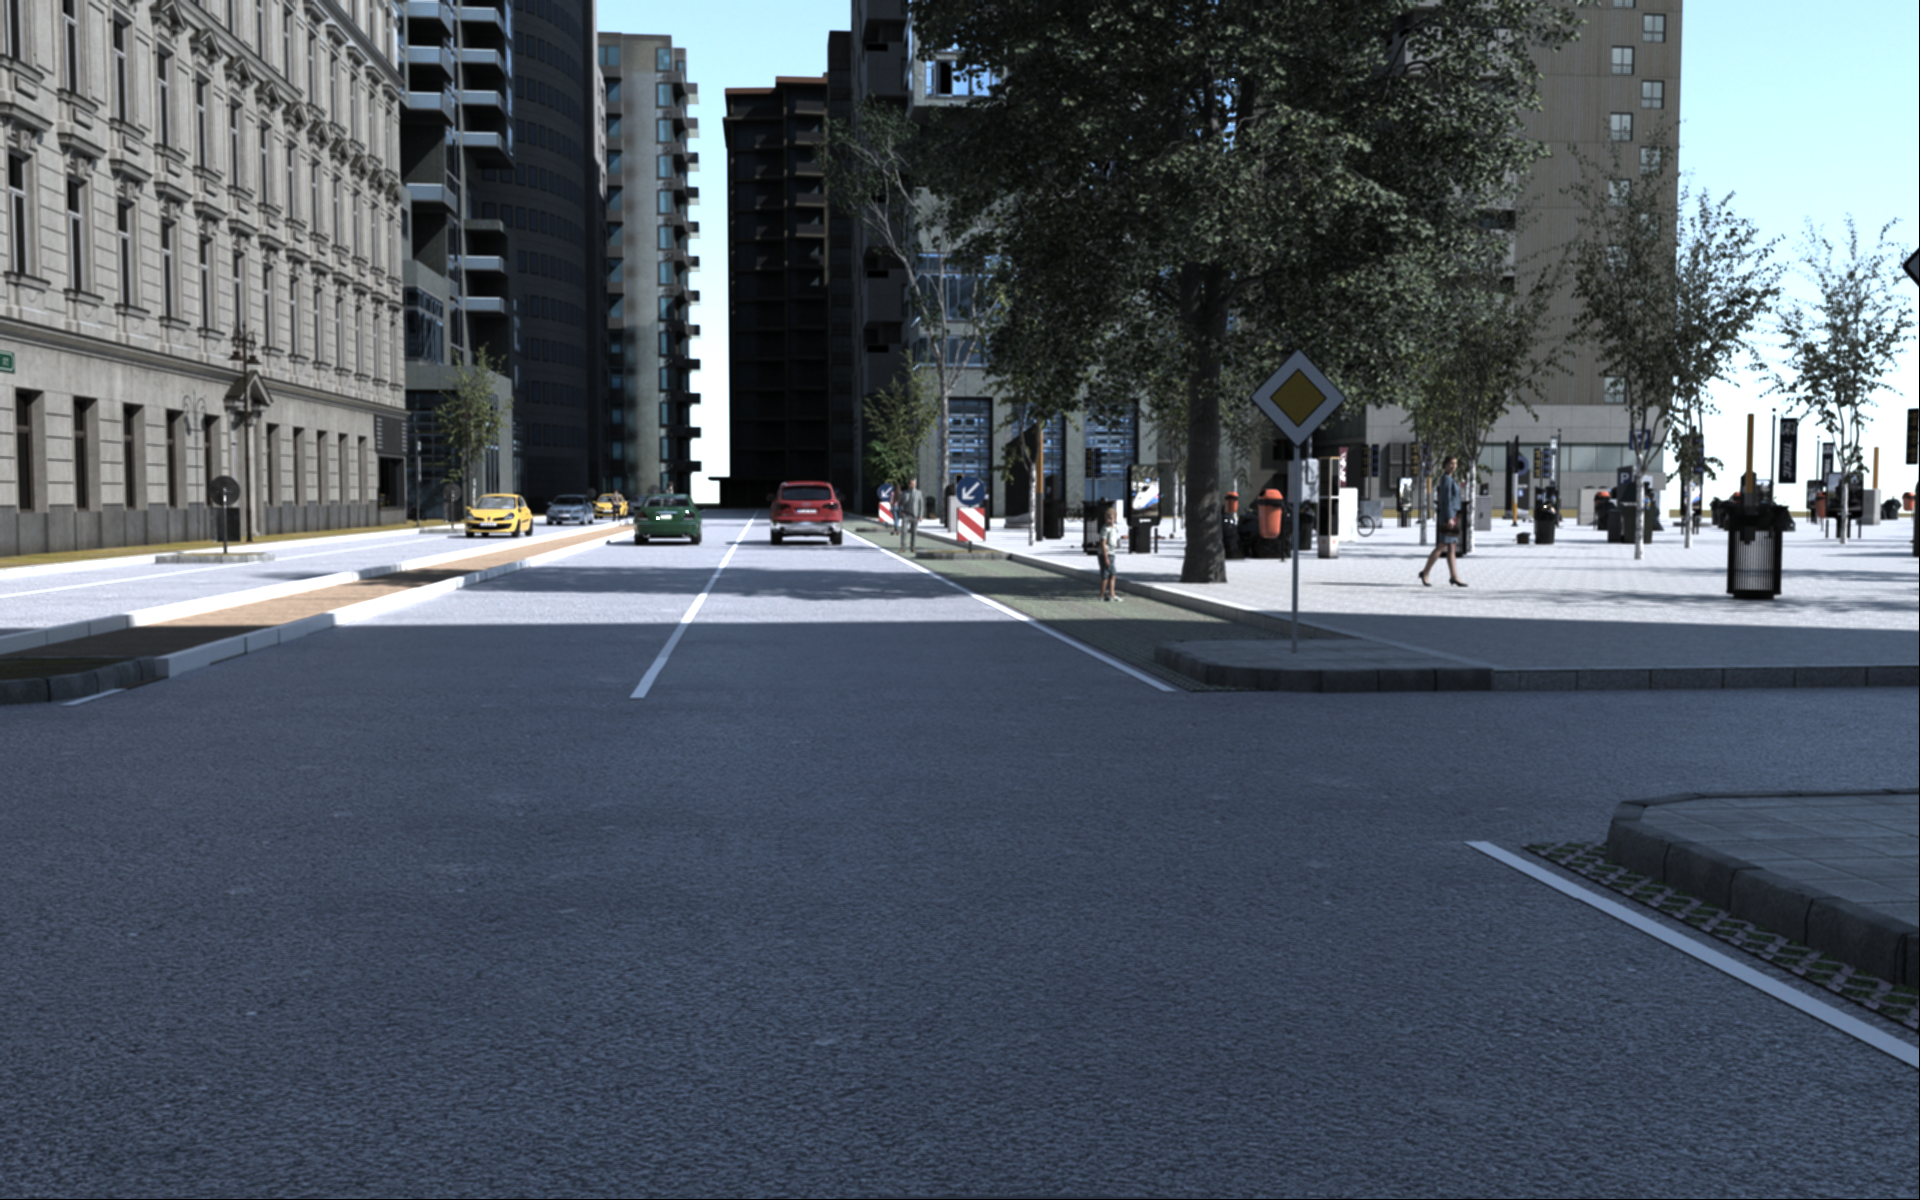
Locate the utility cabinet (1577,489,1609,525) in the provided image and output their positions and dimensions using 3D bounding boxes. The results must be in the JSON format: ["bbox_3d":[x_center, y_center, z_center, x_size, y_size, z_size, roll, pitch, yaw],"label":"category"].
[{"bbox_3d":[25.854,-3.797,70.758,1.173,1.500,0.318,0,4,-3],"label":"utility cabinet"}]

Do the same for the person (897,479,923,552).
[{"bbox_3d":[-1.223,-2.073,42.489,0.635,1.810,0.391,-1,4,-10],"label":"person"}]

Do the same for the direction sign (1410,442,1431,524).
[{"bbox_3d":[19.950,-5.084,75.114,0.876,3.537,0.379,0,4,-5],"label":"direction sign"}]

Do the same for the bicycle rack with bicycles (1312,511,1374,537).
[{"bbox_3d":[11.066,-2.388,52.424,2.925,0.926,2.852,0,4,3],"label":"bicycle rack with bicycles"}]

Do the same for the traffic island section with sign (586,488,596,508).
[{"bbox_3d":[-24.232,-6.446,114.023,1.989,1.847,2.006,0,4,-6],"label":"traffic island section with sign"}]

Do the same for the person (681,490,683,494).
[{"bbox_3d":[-22.300,-7.904,138.550,1.217,1.723,0.721,1,4,19],"label":"person"}]

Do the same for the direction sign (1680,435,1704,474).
[{"bbox_3d":[28.249,-4.581,66.896,0.876,3.537,0.379,0,4,0],"label":"direction sign"}]

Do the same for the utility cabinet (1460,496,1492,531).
[{"bbox_3d":[17.952,-3.002,60.250,1.020,1.237,0.306,1,4,17],"label":"utility cabinet"}]

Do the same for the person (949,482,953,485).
[{"bbox_3d":[-0.520,-5.104,88.853,0.648,1.900,0.474,-2,4,-31],"label":"person"}]

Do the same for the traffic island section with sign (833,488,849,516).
[{"bbox_3d":[-8.429,-6.512,115.099,1.989,1.847,2.006,0,4,-6],"label":"traffic island section with sign"}]

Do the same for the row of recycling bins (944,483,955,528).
[{"bbox_3d":[-0.047,-3.640,66.625,1.069,1.692,3.534,0,4,6],"label":"row of recycling bins"}]

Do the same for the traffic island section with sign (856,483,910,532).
[{"bbox_3d":[-2.915,-3.460,65.201,1.989,1.847,2.006,0,4,-6],"label":"traffic island section with sign"}]

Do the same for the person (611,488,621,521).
[{"bbox_3d":[-18.337,-5.079,92.068,0.617,1.759,0.750,-2,4,-31],"label":"person"}]

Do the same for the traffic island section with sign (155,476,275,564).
[{"bbox_3d":[-15.694,-1.716,36.686,1.989,1.847,2.006,0,4,-6],"label":"traffic island section with sign"}]

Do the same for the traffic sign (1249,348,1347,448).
[{"bbox_3d":[2.717,-0.714,13.872,0.795,2.593,0.064,0,4,-6],"label":"traffic sign"}]

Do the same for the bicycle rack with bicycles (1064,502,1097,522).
[{"bbox_3d":[5.929,-4.097,80.369,2.852,0.926,2.925,-3,5,-40],"label":"bicycle rack with bicycles"}]

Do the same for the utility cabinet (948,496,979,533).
[{"bbox_3d":[0.117,-2.847,57.715,1.020,1.237,0.306,-1,4,-14],"label":"utility cabinet"}]

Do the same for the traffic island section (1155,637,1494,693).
[{"bbox_3d":[2.740,0.509,13.957,2.009,0.180,2.903,0,4,-6],"label":"traffic island section"}]

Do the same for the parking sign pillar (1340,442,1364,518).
[{"bbox_3d":[20.239,-6.192,89.717,1.447,3.967,1.447,0,4,8],"label":"parking sign pillar"}]

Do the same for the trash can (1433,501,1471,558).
[{"bbox_3d":[9.963,-1.434,35.105,0.748,1.137,0.748,0,3,0],"label":"trash can"}]

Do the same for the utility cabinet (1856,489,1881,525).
[{"bbox_3d":[37.216,-3.810,70.967,0.318,1.500,1.173,0,4,-6],"label":"utility cabinet"}]

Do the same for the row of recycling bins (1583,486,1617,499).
[{"bbox_3d":[34.419,-5.167,91.600,3.534,1.692,1.069,-1,4,-16],"label":"row of recycling bins"}]

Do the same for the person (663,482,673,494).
[{"bbox_3d":[-9.713,-3.030,57.850,0.447,1.846,0.655,-2,4,-24],"label":"person"}]

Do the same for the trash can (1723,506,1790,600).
[{"bbox_3d":[9.729,-0.584,21.199,0.748,1.137,0.748,0,3,0],"label":"trash can"}]

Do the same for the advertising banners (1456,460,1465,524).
[{"bbox_3d":[19.715,-4.455,69.022,0.090,3.025,2.074,3,5,43],"label":"advertising banners"}]

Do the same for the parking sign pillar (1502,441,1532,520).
[{"bbox_3d":[28.291,-6.078,87.846,1.447,3.967,1.447,-2,4,-30],"label":"parking sign pillar"}]

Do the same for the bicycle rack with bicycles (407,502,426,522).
[{"bbox_3d":[-26.196,-4.157,81.356,2.852,0.926,2.925,2,4,27],"label":"bicycle rack with bicycles"}]

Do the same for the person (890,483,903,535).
[{"bbox_3d":[-2.178,-3.163,60.224,0.555,1.821,0.388,-2,4,-24],"label":"person"}]

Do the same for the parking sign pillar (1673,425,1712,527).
[{"bbox_3d":[29.056,-4.900,68.595,1.447,3.967,1.447,1,4,11],"label":"parking sign pillar"}]

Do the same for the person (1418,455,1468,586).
[{"bbox_3d":[6.726,-1.100,24.048,0.654,1.822,0.581,2,4,30],"label":"person"}]

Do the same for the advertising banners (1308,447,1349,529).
[{"bbox_3d":[13.529,-4.118,63.509,2.074,3.025,0.090,-2,4,-35],"label":"advertising banners"}]

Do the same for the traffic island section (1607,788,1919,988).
[{"bbox_3d":[3.617,0.995,6.020,2.009,0.180,2.903,0,4,-6],"label":"traffic island section"}]

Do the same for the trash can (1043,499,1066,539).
[{"bbox_3d":[2.665,-2.311,49.438,0.748,1.137,0.748,0,3,0],"label":"trash can"}]

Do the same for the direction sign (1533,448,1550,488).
[{"bbox_3d":[28.615,-5.705,85.280,0.876,3.537,0.379,-1,4,-17],"label":"direction sign"}]

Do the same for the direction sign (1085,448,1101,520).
[{"bbox_3d":[6.528,-5.678,84.838,0.876,3.537,0.379,2,4,35],"label":"direction sign"}]

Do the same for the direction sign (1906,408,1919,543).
[{"bbox_3d":[25.263,-3.277,45.570,0.379,3.537,0.876,-1,4,-21],"label":"direction sign"}]

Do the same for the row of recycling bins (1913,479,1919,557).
[{"bbox_3d":[20.907,-1.773,36.109,3.534,1.692,1.069,-3,4,-39],"label":"row of recycling bins"}]

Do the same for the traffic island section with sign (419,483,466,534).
[{"bbox_3d":[-18.635,-3.355,63.481,1.989,1.847,2.006,0,4,-6],"label":"traffic island section with sign"}]

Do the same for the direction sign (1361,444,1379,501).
[{"bbox_3d":[18.663,-5.315,78.901,0.876,3.537,0.379,3,5,44],"label":"direction sign"}]

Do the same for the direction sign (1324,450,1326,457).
[{"bbox_3d":[18.654,-5.905,88.539,0.379,3.537,0.876,1,4,8],"label":"direction sign"}]

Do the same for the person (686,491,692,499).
[{"bbox_3d":[-23.901,-8.777,152.834,0.721,1.723,1.217,1,4,10],"label":"person"}]

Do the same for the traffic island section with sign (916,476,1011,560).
[{"bbox_3d":[0.043,-1.821,38.408,1.989,1.847,2.006,0,4,-6],"label":"traffic island section with sign"}]

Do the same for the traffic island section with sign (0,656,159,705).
[{"bbox_3d":[-7.184,-0.268,12.524,2.006,1.907,1.989,0,4,-6],"label":"traffic island section with sign"}]

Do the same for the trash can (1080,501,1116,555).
[{"bbox_3d":[2.895,-1.510,36.349,0.748,1.137,0.748,0,3,0],"label":"trash can"}]

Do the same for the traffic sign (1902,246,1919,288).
[{"bbox_3d":[3.594,-0.229,5.935,0.795,2.593,0.064,0,4,-6],"label":"traffic sign"}]

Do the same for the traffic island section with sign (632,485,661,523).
[{"bbox_3d":[-15.443,-4.836,87.209,2.006,1.907,1.989,0,4,-6],"label":"traffic island section with sign"}]

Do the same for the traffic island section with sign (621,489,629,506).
[{"bbox_3d":[-27.190,-8.090,140.896,1.989,1.847,2.006,0,4,-6],"label":"traffic island section with sign"}]

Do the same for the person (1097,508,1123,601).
[{"bbox_3d":[1.997,-0.603,23.046,0.332,1.250,0.352,-1,4,-16],"label":"person"}]
